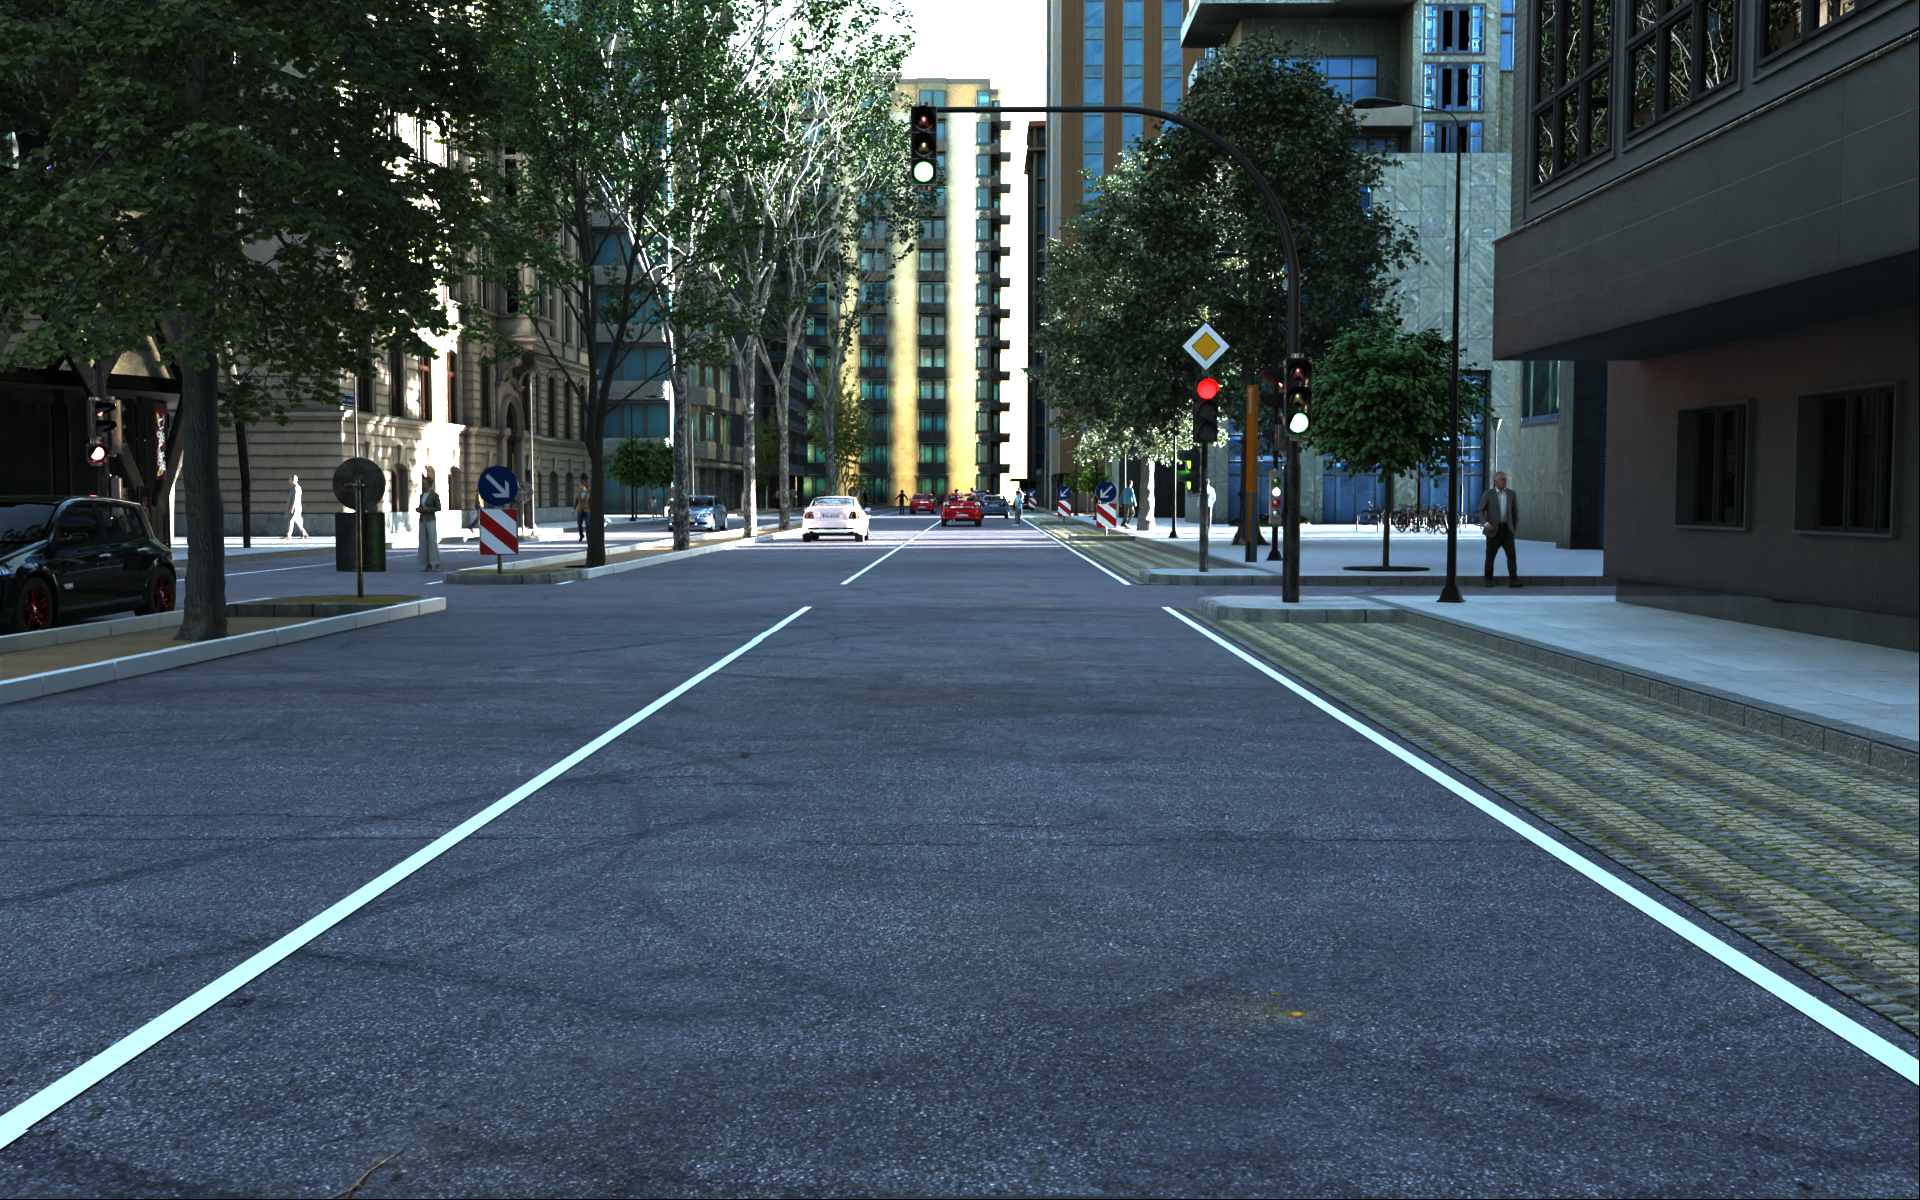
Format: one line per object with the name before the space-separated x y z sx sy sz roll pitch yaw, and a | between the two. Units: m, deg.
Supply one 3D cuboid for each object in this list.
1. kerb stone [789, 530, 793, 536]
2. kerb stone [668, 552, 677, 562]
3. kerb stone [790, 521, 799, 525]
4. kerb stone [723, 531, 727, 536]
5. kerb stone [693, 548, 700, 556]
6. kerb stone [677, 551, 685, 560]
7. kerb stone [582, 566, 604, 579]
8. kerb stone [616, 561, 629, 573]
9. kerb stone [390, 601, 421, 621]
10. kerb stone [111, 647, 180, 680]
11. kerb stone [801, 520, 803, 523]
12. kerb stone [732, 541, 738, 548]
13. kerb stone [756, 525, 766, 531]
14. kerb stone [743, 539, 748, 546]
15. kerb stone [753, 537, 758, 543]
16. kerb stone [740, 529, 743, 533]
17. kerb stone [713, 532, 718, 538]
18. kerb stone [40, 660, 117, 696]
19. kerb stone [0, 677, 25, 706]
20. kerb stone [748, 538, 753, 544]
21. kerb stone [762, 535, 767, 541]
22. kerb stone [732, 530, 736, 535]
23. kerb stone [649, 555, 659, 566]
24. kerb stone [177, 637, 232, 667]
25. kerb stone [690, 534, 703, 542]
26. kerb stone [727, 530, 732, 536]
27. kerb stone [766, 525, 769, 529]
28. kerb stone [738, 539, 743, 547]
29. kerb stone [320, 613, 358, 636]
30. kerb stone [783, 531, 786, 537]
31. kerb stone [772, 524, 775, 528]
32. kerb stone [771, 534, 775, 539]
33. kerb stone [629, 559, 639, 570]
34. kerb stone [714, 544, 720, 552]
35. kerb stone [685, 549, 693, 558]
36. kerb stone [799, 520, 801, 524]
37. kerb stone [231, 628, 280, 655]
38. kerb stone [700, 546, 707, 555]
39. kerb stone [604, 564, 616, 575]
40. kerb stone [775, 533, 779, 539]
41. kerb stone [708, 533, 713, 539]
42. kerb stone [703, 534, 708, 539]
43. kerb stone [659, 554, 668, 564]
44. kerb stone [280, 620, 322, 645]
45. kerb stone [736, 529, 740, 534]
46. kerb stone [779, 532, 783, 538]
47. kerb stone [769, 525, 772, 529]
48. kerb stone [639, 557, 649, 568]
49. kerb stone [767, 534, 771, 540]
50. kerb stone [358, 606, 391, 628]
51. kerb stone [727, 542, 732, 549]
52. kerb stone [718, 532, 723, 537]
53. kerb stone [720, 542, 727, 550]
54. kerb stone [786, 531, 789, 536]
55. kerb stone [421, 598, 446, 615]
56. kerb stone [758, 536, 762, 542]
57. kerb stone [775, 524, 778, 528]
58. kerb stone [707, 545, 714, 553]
kerb stone | -5.945 -2.282 59.510 0.120 0.150 1.000 0 4 1
kerb stone | -6.236 -0.898 36.922 0.120 0.150 1.000 0 4 1
kerb stone | -7.779 -3.598 81.018 0.120 0.150 1.000 0 4 1
kerb stone | -8.068 -2.218 58.459 0.120 0.150 1.000 0 4 1
kerb stone | -6.193 -1.088 39.989 0.120 0.150 1.000 0 4 1
kerb stone | -6.222 -0.962 37.944 0.120 0.150 1.000 0 4 1
kerb stone | -6.322 -0.462 29.746 0.120 0.150 1.000 0 4 1
kerb stone | -6.296 -0.588 31.802 0.120 0.150 1.000 0 4 1
kerb stone | -6.456 0.138 19.934 0.120 0.150 1.000 0 4 1
kerb stone | -6.529 0.516 13.793 0.120 0.150 1.000 0 4 1
kerb stone | -7.753 -3.723 83.073 0.120 0.150 1.000 0 4 1
kerb stone | -6.120 -1.466 46.166 0.120 0.150 1.000 0 4 1
kerb stone | -7.937 -2.843 68.707 0.120 0.150 1.000 0 4 1
kerb stone | -6.090 -1.583 48.228 0.120 0.150 1.000 0 4 1
kerb stone | -6.067 -1.718 50.285 0.120 0.150 1.000 0 4 1
kerb stone | -8.019 -2.468 62.554 0.120 0.150 1.000 0 4 1
kerb stone | -8.086 -2.092 56.403 0.120 0.150 1.000 0 4 1
kerb stone | -6.546 0.583 12.767 0.120 0.150 1.000 0 4 1
kerb stone | -6.552 0.645 11.742 0.120 0.150 1.000 0 4 1
kerb stone | -6.081 -1.655 49.258 0.120 0.150 1.000 0 4 1
kerb stone | -6.034 -1.838 52.330 0.120 0.150 1.000 0 4 1
kerb stone | -8.031 -2.343 60.507 0.120 0.150 1.000 0 4 1
kerb stone | -6.260 -0.775 34.868 0.120 0.150 1.000 0 4 1
kerb stone | -6.525 0.451 14.819 0.120 0.150 1.000 0 4 1
kerb stone | -8.133 -1.900 53.337 0.120 0.150 1.000 0 4 1
kerb stone | -8.042 -2.281 59.485 0.120 0.150 1.000 0 4 1
kerb stone | -7.917 -2.908 69.739 0.120 0.150 1.000 0 4 1
kerb stone | -6.104 -1.529 47.194 0.120 0.150 1.000 0 4 1
kerb stone | -6.484 0.263 17.891 0.120 0.150 1.000 0 4 1
kerb stone | -5.978 -2.155 57.452 0.120 0.150 1.000 0 4 1
kerb stone | -7.896 -3.033 71.789 0.120 0.150 1.000 0 4 1
kerb stone | -6.013 -1.968 54.374 0.120 0.150 1.000 0 4 1
kerb stone | -6.289 -0.644 32.824 0.120 0.150 1.000 0 4 1
kerb stone | -6.158 -1.274 43.076 0.120 0.150 1.000 0 4 1
kerb stone | -6.212 -1.022 38.967 0.120 0.150 1.000 0 4 1
kerb stone | -7.764 -3.660 82.041 0.120 0.150 1.000 0 4 1
kerb stone | -6.511 0.391 15.841 0.120 0.150 1.000 0 4 1
kerb stone | -6.194 -1.151 41.013 0.120 0.150 1.000 0 4 1
kerb stone | -6.321 -0.524 30.768 0.120 0.150 1.000 0 4 1
kerb stone | -5.995 -2.031 55.401 0.120 0.150 1.000 0 4 1
kerb stone | -8.111 -2.030 55.381 0.120 0.150 1.000 0 4 1
kerb stone | -8.114 -1.967 54.359 0.120 0.150 1.000 0 4 1
kerb stone | -6.250 -0.838 35.899 0.120 0.150 1.000 0 4 1
kerb stone | -6.488 0.330 16.863 0.120 0.150 1.000 0 4 1
kerb stone | -8.027 -2.406 61.532 0.120 0.150 1.000 0 4 1
kerb stone | -5.980 -2.091 56.426 0.120 0.150 1.000 0 4 1
kerb stone | -7.905 -2.971 70.766 0.120 0.150 1.000 0 4 1
kerb stone | -6.277 -0.711 33.846 0.120 0.150 1.000 0 4 1
kerb stone | -6.025 -1.902 53.352 0.120 0.150 1.000 0 4 1
kerb stone | -6.468 0.202 18.913 0.120 0.150 1.000 0 4 1
kerb stone | -6.129 -1.403 45.134 0.120 0.150 1.000 0 4 1
kerb stone | -8.074 -2.153 57.425 0.120 0.150 1.000 0 4 1
kerb stone | -6.139 -1.337 44.100 0.120 0.150 1.000 0 4 1
kerb stone | -5.961 -2.219 58.478 0.120 0.150 1.000 0 4 1
kerb stone | -6.437 0.076 20.961 0.120 0.150 1.000 0 4 1
kerb stone | -6.055 -1.780 51.308 0.120 0.150 1.000 0 4 1
kerb stone | -7.882 -3.096 72.819 0.120 0.150 1.000 0 4 1
kerb stone | -6.174 -1.214 42.042 0.120 0.150 1.000 0 4 1
